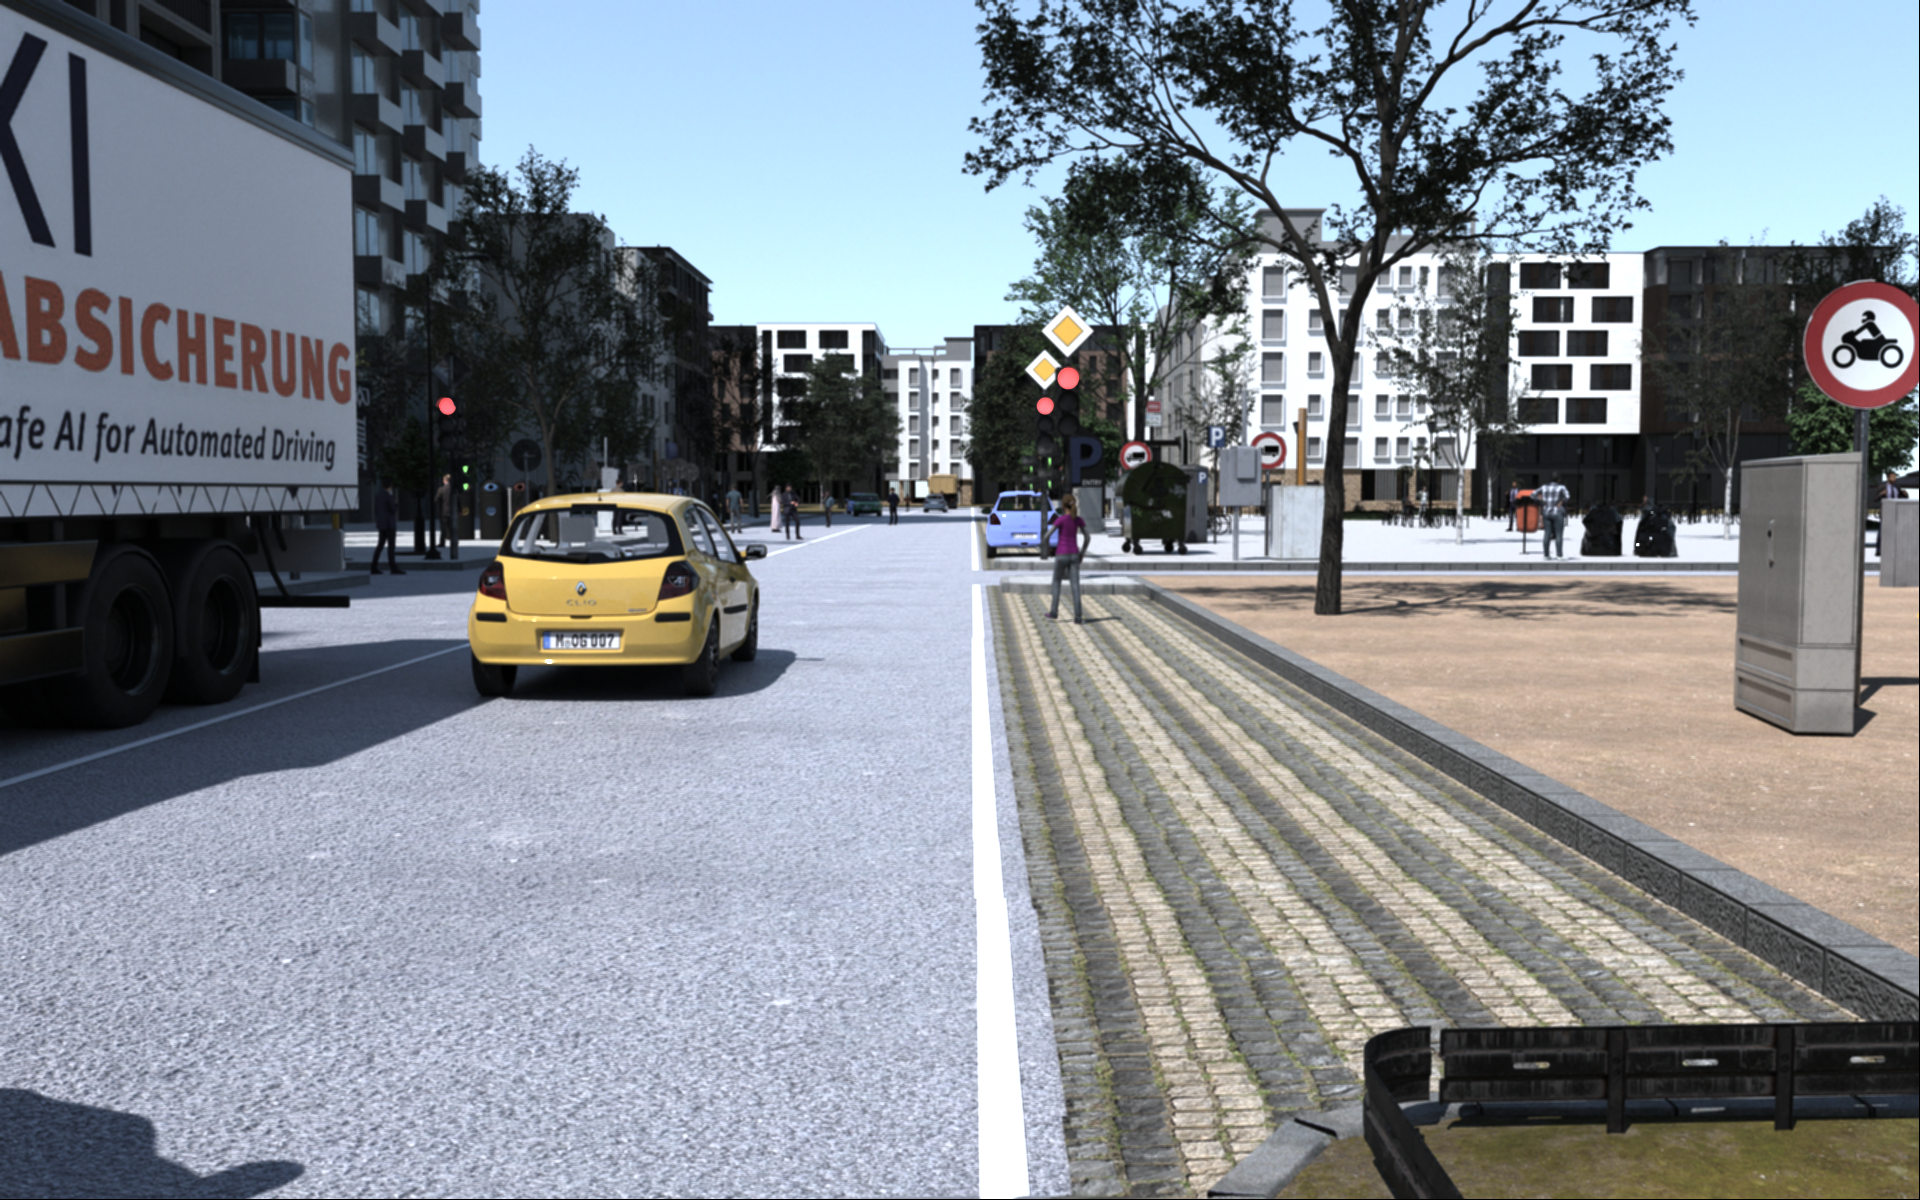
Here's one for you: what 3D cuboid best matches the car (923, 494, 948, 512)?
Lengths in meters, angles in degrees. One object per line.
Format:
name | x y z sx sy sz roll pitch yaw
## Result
car | -1.925 -7.602 136.301 2.014 1.417 4.499 0 4 2

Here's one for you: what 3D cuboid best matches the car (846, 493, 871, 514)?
car | -7.368 -7.148 126.454 1.945 1.707 3.694 0 4 -1

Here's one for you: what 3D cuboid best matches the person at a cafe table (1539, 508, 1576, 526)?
person at a cafe table | 23.595 -3.615 69.967 1.698 1.238 1.726 -2 4 -24

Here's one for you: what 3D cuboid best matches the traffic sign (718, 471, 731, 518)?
traffic sign | -10.639 -4.654 78.217 0.606 2.300 0.079 1 4 9

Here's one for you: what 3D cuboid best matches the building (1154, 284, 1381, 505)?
building | 27.313 -17.611 154.392 16.747 18.905 31.486 0 4 0

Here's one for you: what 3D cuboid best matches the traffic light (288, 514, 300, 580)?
traffic light | -9.948 -2.258 25.831 0.839 4.253 0.868 0 4 0

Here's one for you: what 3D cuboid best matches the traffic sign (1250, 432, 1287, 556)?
traffic sign | 6.340 -2.178 35.718 0.768 2.556 0.104 0 4 2

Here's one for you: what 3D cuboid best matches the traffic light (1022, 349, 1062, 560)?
traffic light | 1.628 -2.742 33.753 0.839 4.253 0.868 0 4 0

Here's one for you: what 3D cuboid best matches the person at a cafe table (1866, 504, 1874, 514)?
person at a cafe table | 51.507 -5.566 99.527 1.622 1.524 1.698 2 4 34

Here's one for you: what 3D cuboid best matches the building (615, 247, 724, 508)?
building | -40.108 -19.165 157.319 32.646 21.610 27.936 0 4 0

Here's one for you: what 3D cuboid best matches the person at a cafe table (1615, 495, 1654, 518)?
person at a cafe table | 36.612 -5.048 93.392 1.698 1.238 1.726 -1 4 -22

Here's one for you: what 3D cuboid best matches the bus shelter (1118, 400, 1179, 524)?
bus shelter | 7.522 -5.743 71.523 2.179 5.291 8.768 0 4 1

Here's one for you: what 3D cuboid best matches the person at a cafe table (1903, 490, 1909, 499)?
person at a cafe table | 51.378 -5.222 93.900 1.622 1.524 1.698 -1 4 -23

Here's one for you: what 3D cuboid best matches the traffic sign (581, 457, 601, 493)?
traffic sign | -12.889 -3.716 60.764 0.884 2.594 0.081 0 4 7

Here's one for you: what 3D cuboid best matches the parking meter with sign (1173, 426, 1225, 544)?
parking meter with sign | 6.122 -2.996 45.246 0.543 3.016 1.738 -2 4 -33

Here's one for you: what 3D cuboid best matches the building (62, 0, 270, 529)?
building | -34.429 -37.795 56.202 20.563 71.187 20.611 0 4 0

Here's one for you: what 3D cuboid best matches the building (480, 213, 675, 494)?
building | -31.643 -15.818 125.090 16.747 18.905 31.486 0 4 0

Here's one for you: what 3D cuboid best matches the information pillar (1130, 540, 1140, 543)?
information pillar | 4.526 -2.489 45.191 0.304 2.012 0.304 1 4 15

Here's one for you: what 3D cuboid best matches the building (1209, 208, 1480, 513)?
building | 26.351 -16.140 120.306 16.016 20.091 11.380 0 4 0

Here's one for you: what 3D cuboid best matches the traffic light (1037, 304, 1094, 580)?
traffic light | 1.573 -2.254 25.768 0.839 4.253 0.868 0 4 0

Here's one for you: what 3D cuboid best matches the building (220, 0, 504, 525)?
building | -36.239 -28.322 82.677 23.786 49.044 30.456 0 4 0

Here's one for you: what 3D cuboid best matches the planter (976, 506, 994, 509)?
planter | 2.540 -8.695 163.305 1.991 0.319 1.994 0 4 0

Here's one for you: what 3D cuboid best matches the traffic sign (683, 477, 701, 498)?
traffic sign | -12.141 -4.789 78.308 0.884 2.594 0.081 0 4 8

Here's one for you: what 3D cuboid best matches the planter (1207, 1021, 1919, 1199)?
planter | 1.454 1.114 2.924 1.991 0.319 1.994 0 4 0

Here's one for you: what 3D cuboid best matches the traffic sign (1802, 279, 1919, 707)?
traffic sign | 5.397 -0.629 10.394 0.768 2.556 0.104 0 4 1

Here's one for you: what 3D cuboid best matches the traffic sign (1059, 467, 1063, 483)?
traffic sign | 4.769 -4.875 79.817 0.768 2.556 0.104 0 4 3

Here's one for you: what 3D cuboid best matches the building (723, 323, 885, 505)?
building | -26.277 -23.032 220.548 32.646 21.610 27.936 0 4 0

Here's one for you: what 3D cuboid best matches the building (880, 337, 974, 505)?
building | -3.987 -21.913 214.704 11.380 20.091 16.016 0 4 0

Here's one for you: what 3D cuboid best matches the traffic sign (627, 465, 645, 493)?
traffic sign | -11.297 -3.564 60.406 0.606 2.300 0.079 0 4 6

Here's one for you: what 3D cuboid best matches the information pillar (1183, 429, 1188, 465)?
information pillar | 8.126 -4.351 62.490 0.183 3.616 0.504 0 4 -2

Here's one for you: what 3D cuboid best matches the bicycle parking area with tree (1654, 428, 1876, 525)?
bicycle parking area with tree | 34.803 -5.408 75.428 8.231 4.147 9.016 2 4 24

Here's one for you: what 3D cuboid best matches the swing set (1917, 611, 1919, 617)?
swing set | 11.115 -1.151 16.431 2.862 2.851 3.119 1 4 12

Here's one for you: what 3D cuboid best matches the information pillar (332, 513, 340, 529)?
information pillar | -13.177 -2.764 36.553 0.183 3.616 0.504 0 4 -7

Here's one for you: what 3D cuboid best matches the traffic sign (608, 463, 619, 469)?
traffic sign | -14.295 -4.331 70.917 0.768 2.556 0.104 0 4 6

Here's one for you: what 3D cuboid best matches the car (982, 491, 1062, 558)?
car | 1.456 -1.839 39.653 1.945 1.707 3.694 0 4 1

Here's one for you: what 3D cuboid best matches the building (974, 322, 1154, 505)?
building | 18.062 -22.983 219.739 32.646 21.610 27.936 0 4 0

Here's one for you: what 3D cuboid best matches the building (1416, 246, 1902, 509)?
building | 61.193 -19.135 156.831 32.646 21.610 27.936 0 4 0

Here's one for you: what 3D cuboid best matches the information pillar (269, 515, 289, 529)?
information pillar | -13.087 -1.766 33.368 0.304 2.012 0.304 1 4 16

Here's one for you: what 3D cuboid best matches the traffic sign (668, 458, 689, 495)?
traffic sign | -9.884 -3.705 60.689 0.768 2.556 0.104 1 4 10

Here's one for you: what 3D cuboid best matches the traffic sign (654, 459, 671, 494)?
traffic sign | -10.644 -3.806 62.339 0.768 2.556 0.104 1 4 9

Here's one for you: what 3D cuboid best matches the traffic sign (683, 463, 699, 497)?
traffic sign | -10.957 -4.292 70.286 0.768 2.556 0.104 0 4 2

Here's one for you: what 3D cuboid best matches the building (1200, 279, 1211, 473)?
building | 26.733 -16.893 132.619 16.016 20.091 11.380 0 4 0

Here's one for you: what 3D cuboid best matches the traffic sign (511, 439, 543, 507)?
traffic sign | -9.982 -2.432 39.871 0.768 2.556 0.104 1 4 9

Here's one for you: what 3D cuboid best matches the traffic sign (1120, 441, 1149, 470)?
traffic sign | 4.190 -2.522 41.335 0.768 2.556 0.104 0 4 7

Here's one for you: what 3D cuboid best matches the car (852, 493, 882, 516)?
car | -6.006 -6.358 112.750 1.959 1.807 4.718 0 4 -1

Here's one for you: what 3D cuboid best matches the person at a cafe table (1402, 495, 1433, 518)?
person at a cafe table | 24.743 -5.111 94.429 1.698 1.238 1.726 -1 4 -20

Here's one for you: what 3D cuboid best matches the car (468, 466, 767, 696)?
car | -2.594 -0.214 13.715 2.015 1.641 3.980 0 4 0

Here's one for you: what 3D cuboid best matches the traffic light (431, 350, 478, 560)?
traffic light | -9.893 -2.746 33.816 0.839 4.253 0.868 0 4 0
